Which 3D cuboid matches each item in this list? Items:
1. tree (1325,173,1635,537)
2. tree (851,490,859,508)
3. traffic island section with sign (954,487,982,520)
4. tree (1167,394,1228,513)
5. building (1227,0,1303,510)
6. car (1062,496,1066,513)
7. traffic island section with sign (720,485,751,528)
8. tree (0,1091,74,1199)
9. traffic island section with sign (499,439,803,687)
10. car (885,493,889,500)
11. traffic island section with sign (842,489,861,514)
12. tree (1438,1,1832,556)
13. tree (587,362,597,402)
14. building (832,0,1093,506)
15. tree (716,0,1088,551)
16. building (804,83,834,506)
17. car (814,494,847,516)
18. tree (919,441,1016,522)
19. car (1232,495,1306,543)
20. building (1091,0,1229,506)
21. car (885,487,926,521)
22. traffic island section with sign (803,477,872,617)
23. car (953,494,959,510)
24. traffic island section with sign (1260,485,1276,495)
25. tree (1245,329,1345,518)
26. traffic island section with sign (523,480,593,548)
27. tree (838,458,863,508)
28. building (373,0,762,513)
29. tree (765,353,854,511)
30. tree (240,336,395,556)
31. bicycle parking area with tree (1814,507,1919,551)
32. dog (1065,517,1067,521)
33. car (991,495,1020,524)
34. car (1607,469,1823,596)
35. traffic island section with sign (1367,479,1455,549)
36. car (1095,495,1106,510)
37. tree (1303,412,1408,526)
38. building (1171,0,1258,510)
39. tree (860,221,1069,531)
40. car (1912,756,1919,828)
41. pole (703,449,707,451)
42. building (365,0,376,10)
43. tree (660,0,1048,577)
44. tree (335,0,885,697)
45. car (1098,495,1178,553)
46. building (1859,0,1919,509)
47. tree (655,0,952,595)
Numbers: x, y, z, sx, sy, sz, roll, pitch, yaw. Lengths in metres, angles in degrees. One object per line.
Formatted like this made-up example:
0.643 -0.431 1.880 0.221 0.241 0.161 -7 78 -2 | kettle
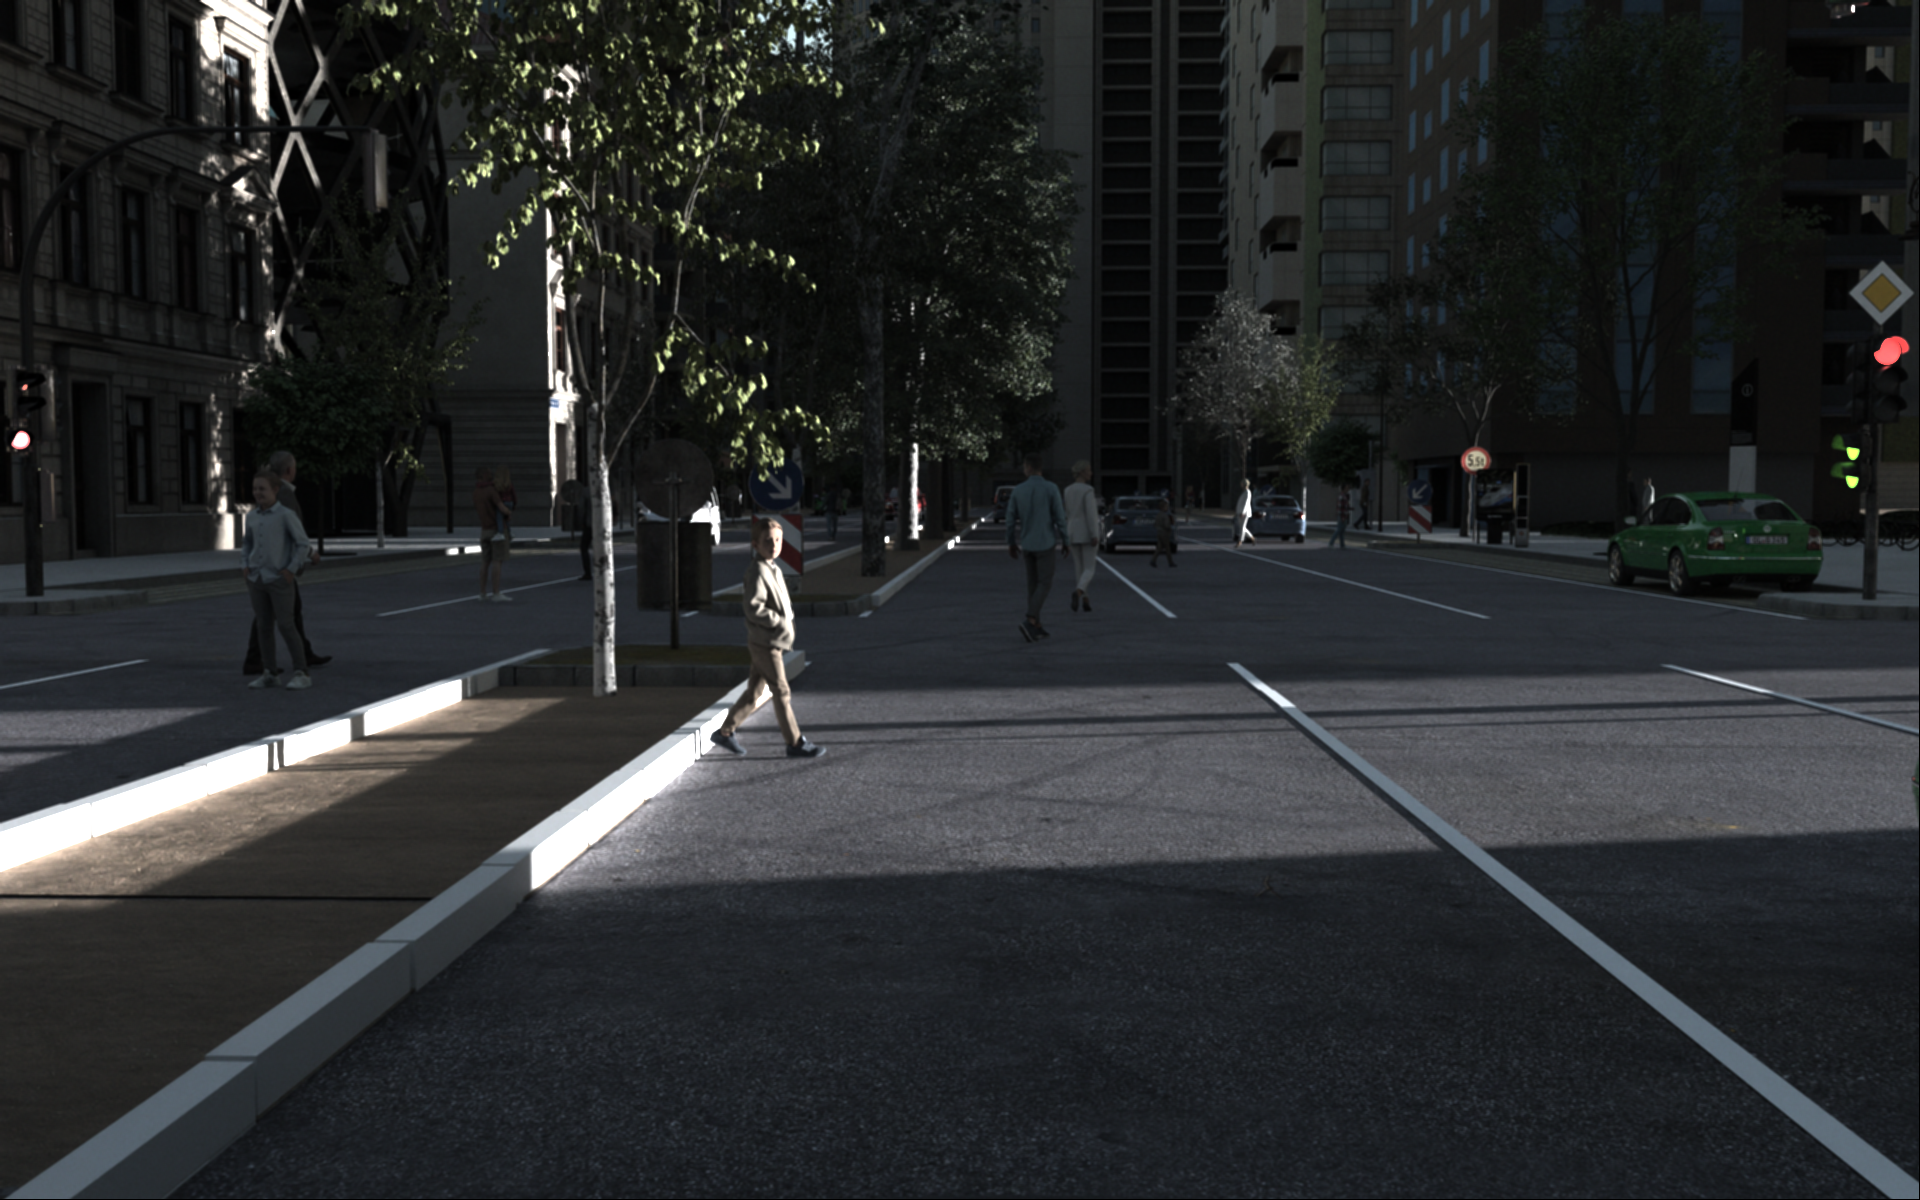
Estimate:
15.125 -7.152 51.355 8.767 10.594 7.601 0 4 0 | tree
-10.023 -10.377 164.269 1.663 3.219 1.824 0 3 0 | tree
0.258 -5.388 96.236 2.006 1.907 1.989 0 4 2 | traffic island section with sign
16.286 -10.172 116.679 4.360 8.622 3.978 0 3 0 | tree
34.018 -32.577 121.879 28.713 52.752 27.495 0 4 2 | building
7.251 -6.107 112.426 1.945 1.354 3.894 0 4 0 | car
-9.663 -3.976 73.640 1.989 1.847 2.006 0 4 2 | traffic island section with sign
-2.440 -5.508 2.888 12.009 13.543 11.850 0 3 0 | tree
-2.391 -0.342 13.733 2.006 1.907 1.989 0 4 2 | traffic island section with sign
-5.485 -7.126 125.551 2.155 1.783 4.494 0 4 1 | car
-8.062 -7.026 123.495 1.989 1.847 2.006 0 4 2 | traffic island section with sign
13.900 -6.742 35.990 9.928 11.665 9.643 0 3 0 | tree
-12.363 -7.057 65.746 4.360 8.622 3.978 0 3 0 | tree
0.268 -39.825 193.140 28.212 58.520 21.231 0 4 2 | building
-1.366 -8.224 43.577 9.857 13.997 8.962 0 3 0 | tree
-24.743 -34.841 193.347 21.600 48.544 21.300 0 4 2 | building
-8.540 -6.464 114.474 1.959 1.807 4.718 0 4 3 | car
0.134 -10.262 88.365 7.486 12.596 7.792 0 3 0 | tree
9.242 -2.442 51.934 2.014 1.417 4.499 0 4 2 | car
24.836 -46.077 191.610 20.611 71.187 20.563 0 4 2 | building
-2.980 -5.180 93.361 2.281 1.827 5.304 0 4 3 | car
-2.143 -0.795 21.136 2.006 1.907 1.989 0 4 2 | traffic island section with sign
-1.013 -9.135 161.157 2.131 1.459 4.920 0 4 1 | car
12.745 -3.932 72.915 1.989 1.847 2.006 0 4 2 | traffic island section with sign
15.076 -7.731 76.767 4.737 8.622 4.395 0 3 0 | tree
-10.532 -2.328 46.699 1.989 1.847 2.006 0 4 2 | traffic island section with sign
-9.839 -11.442 170.797 4.285 4.588 4.351 0 3 0 | tree
-24.870 -27.922 111.146 22.147 44.769 28.867 0 4 2 | building
-11.292 -13.137 132.924 7.486 12.596 7.792 0 3 0 | tree
-13.414 -3.206 36.126 4.285 4.588 4.351 0 3 0 | tree
24.863 -3.279 40.614 9.016 4.147 8.231 1 4 20 | bicycle parking area with tree
5.066 -3.878 82.693 0.540 0.507 0.406 -2 4 -29 | dog
2.540 -4.474 85.145 2.014 1.417 4.499 0 4 1 | car
10.947 -1.017 25.433 1.959 1.807 4.718 0 4 3 | car
11.881 -2.277 45.852 1.989 1.847 2.006 0 4 2 | traffic island section with sign
12.541 -9.106 161.248 2.083 1.381 4.827 0 4 2 | car
15.360 -5.214 68.956 4.285 4.588 4.351 0 3 0 | tree
31.357 -51.283 151.150 22.319 86.520 31.000 0 4 2 | building
-0.551 -8.981 66.309 9.611 12.733 9.660 0 3 0 | tree
3.690 0.329 3.412 1.959 1.807 4.718 0 4 3 | car
-11.449 -5.145 77.971 0.158 3.312 0.155 0 3 0 | pole
-52.835 -32.955 158.429 30.456 49.044 23.786 0 4 2 | building
-2.684 -10.519 30.337 12.611 20.169 13.585 0 3 0 | tree
-2.478 -3.604 11.744 4.737 8.622 4.395 0 3 0 | tree
4.396 -1.901 43.088 2.014 1.417 4.499 0 4 1 | car
70.008 -37.537 155.733 28.212 58.520 21.231 0 4 2 | building
-2.118 -4.237 22.097 4.360 8.622 3.978 0 3 0 | tree
